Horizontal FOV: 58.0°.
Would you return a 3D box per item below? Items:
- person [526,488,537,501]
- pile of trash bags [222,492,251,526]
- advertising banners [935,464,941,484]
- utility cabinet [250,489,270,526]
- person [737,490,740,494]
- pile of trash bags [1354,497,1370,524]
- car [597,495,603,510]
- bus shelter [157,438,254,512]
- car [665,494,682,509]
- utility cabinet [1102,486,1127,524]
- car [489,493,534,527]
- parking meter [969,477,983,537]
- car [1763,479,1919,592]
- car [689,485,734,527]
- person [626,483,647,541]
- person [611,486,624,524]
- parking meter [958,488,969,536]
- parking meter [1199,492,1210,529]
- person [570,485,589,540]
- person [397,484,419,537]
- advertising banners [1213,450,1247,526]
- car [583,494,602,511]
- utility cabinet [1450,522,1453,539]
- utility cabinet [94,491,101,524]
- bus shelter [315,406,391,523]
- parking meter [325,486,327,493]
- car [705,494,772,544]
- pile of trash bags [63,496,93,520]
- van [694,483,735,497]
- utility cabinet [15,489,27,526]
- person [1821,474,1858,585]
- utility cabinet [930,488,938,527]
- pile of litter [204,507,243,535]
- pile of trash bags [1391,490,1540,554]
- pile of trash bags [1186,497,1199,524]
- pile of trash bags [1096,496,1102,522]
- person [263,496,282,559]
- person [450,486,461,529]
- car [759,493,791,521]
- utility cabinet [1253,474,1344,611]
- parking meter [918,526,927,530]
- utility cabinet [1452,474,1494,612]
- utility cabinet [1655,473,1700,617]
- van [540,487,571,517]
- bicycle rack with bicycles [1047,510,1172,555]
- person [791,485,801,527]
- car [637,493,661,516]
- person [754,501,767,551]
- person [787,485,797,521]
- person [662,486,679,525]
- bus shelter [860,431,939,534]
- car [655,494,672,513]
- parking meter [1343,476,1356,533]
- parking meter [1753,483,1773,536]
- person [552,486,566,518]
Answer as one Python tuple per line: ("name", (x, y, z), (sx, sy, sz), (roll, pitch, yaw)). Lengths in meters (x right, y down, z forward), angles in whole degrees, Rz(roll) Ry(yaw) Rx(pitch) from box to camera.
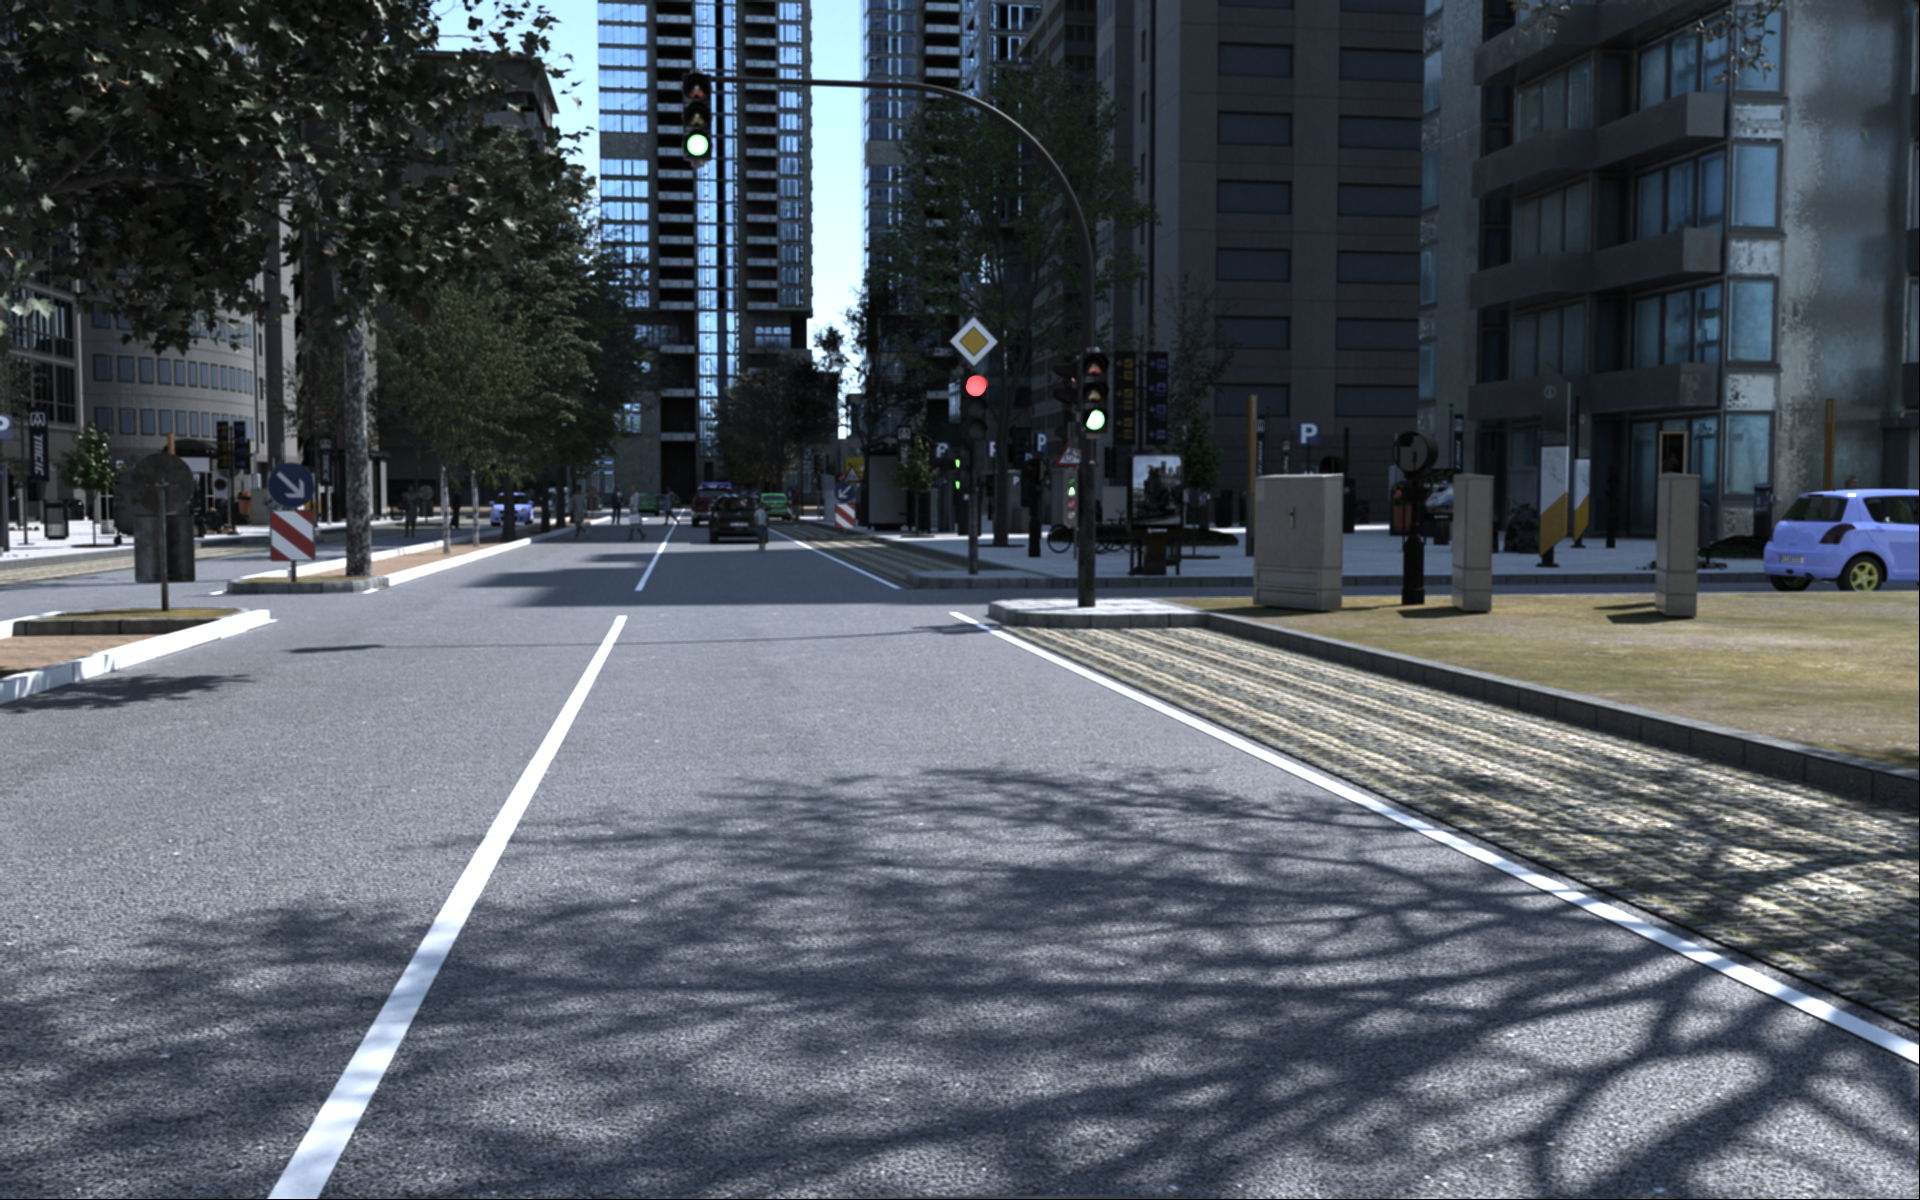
("person", (-30.017, -6.856, 120.584), (0.705, 1.826, 1.348), (2, 4, 33))
("pile of trash bags", (-29.866, -3.733, 70.783), (3.447, 1.369, 1.912), (3, 5, 42))
("advertising banners", (-0.754, -6.386, 100.605), (0.090, 3.025, 2.074), (3, 5, 44))
("utility cabinet", (-27.689, -3.693, 69.060), (1.173, 1.500, 0.318), (1, 4, 18))
("person", (-21.931, -10.008, 172.231), (0.705, 1.812, 1.348), (3, 5, 42))
("pile of trash bags", (16.728, -3.981, 74.840), (1.912, 1.369, 3.447), (1, 4, 13))
("car", (-34.032, -9.048, 160.513), (1.945, 1.354, 3.894), (-1, 4, -10))
("bus shelter", (-28.473, -4.386, 65.627), (2.014, 3.302, 5.546), (-1, 4, -9))
("car", (-28.521, -9.743, 171.094), (2.131, 1.459, 4.920), (0, 4, -8))
("utility cabinet", (4.685, -2.576, 50.804), (0.318, 1.500, 1.173), (-3, 4, -37))
("car", (-20.098, -4.167, 77.715), (1.945, 1.707, 3.694), (-1, 4, -10))
("parking meter", (0.486, -2.853, 52.363), (0.399, 1.863, 0.255), (0, 4, 4))
("car", (13.448, -0.920, 24.626), (3.694, 1.707, 1.945), (-1, 4, -11))
("car", (-10.932, -4.193, 77.224), (2.281, 1.827, 5.304), (-1, 4, -8))
("person", (-9.933, -2.705, 53.076), (0.624, 1.780, 0.694), (-1, 4, -8))
("person", (-16.255, -4.486, 82.025), (0.721, 1.800, 0.419), (-2, 4, -35))
("parking meter", (0.118, -2.764, 53.605), (0.372, 1.533, 0.369), (0, 3, 0))
("parking meter", (8.699, -3.259, 61.701), (0.372, 1.533, 0.369), (0, 3, 0))
("person", (-11.920, -2.761, 54.385), (0.760, 1.731, 0.466), (2, 4, 26))
("person", (-18.452, -3.000, 57.910), (0.716, 1.782, 0.532), (-1, 4, -12))
("advertising banners", (10.595, -4.430, 68.617), (2.074, 3.025, 0.090), (-1, 4, -9))
("car", (-31.665, -8.329, 147.975), (2.131, 1.459, 4.920), (0, 4, -8))
("utility cabinet", (14.332, -2.329, 49.233), (0.306, 1.237, 1.020), (-2, 4, -27))
("utility cabinet", (-36.833, -4.029, 74.546), (0.318, 1.500, 1.173), (0, 4, 6))
("bus shelter", (-28.775, -6.382, 81.973), (2.179, 5.291, 8.768), (-1, 4, -9))
("parking meter", (-32.264, -5.067, 88.558), (0.399, 1.863, 0.255), (-1, 4, -21))
("car", (-6.599, -2.558, 51.615), (2.009, 1.686, 4.222), (0, 4, -8))
("pile of trash bags", (-43.512, -4.586, 84.728), (3.447, 1.369, 1.912), (-1, 4, -21))
("van", (-13.328, -5.502, 94.340), (2.240, 2.365, 5.245), (-1, 4, -9))
("utility cabinet", (-37.704, -3.722, 69.528), (0.318, 1.500, 1.173), (-2, 4, -34))
("person", (13.896, -1.113, 27.365), (0.598, 1.740, 0.731), (2, 4, 23))
("utility cabinet", (-0.892, -3.490, 65.735), (1.173, 1.500, 0.318), (1, 4, 21))
("pile of litter", (-23.674, -2.534, 55.395), (1.176, 0.858, 1.719), (2, 4, 33))
("pile of trash bags", (11.280, -1.745, 38.282), (3.447, 1.369, 1.912), (1, 4, 20))
("pile of trash bags", (9.195, -3.884, 73.262), (1.912, 1.369, 3.447), (2, 4, 25))
("pile of trash bags", (6.851, -4.287, 79.849), (1.912, 1.369, 3.447), (2, 4, 28))
("person", (-15.105, -1.800, 38.103), (0.511, 1.800, 0.466), (3, 5, 41))
("person", (-20.535, -3.759, 70.383), (0.534, 1.772, 0.576), (-2, 4, -27))
("car", (-10.112, -5.166, 93.266), (1.959, 1.807, 4.718), (-1, 4, -10))
("utility cabinet", (3.738, -0.646, 19.243), (0.318, 1.500, 1.173), (-2, 4, -28))
("parking meter", (-1.341, -3.389, 61.116), (0.255, 1.863, 0.399), (-2, 4, -33))
("utility cabinet", (5.677, -0.641, 19.167), (0.318, 1.500, 1.173), (1, 4, 10))
("utility cabinet", (7.618, -0.593, 18.381), (0.318, 1.500, 1.173), (1, 4, 17))
("van", (-24.715, -6.079, 106.410), (2.013, 2.044, 4.112), (0, 4, -8))
("bicycle rack with bicycles", (3.344, -1.479, 37.559), (2.925, 0.926, 2.852), (0, 4, -6))
("person", (-7.058, -4.037, 74.485), (0.573, 1.828, 0.580), (-3, 5, -41))
("car", (-20.606, -6.399, 113.423), (1.959, 1.807, 4.718), (-1, 4, -9))
("person", (-5.000, -1.848, 43.395), (0.332, 1.250, 0.352), (0, 4, 7))
("person", (-7.857, -4.492, 81.722), (0.659, 1.850, 0.755), (-3, 4, -37))
("person", (-13.335, -4.345, 79.631), (0.778, 1.811, 0.616), (-1, 4, -20))
("bus shelter", (-2.079, -3.913, 57.896), (2.014, 3.302, 5.546), (-1, 4, -9))
("car", (-22.729, -7.301, 131.371), (2.014, 1.417, 4.499), (-1, 4, -10))
("parking meter", (12.739, -3.123, 56.770), (0.399, 1.863, 0.255), (2, 4, 35))
("parking meter", (18.232, -1.891, 39.332), (0.372, 1.533, 0.369), (0, 3, 0))
("person", (-18.358, -4.318, 79.206), (0.635, 1.810, 0.391), (-3, 4, -38))
